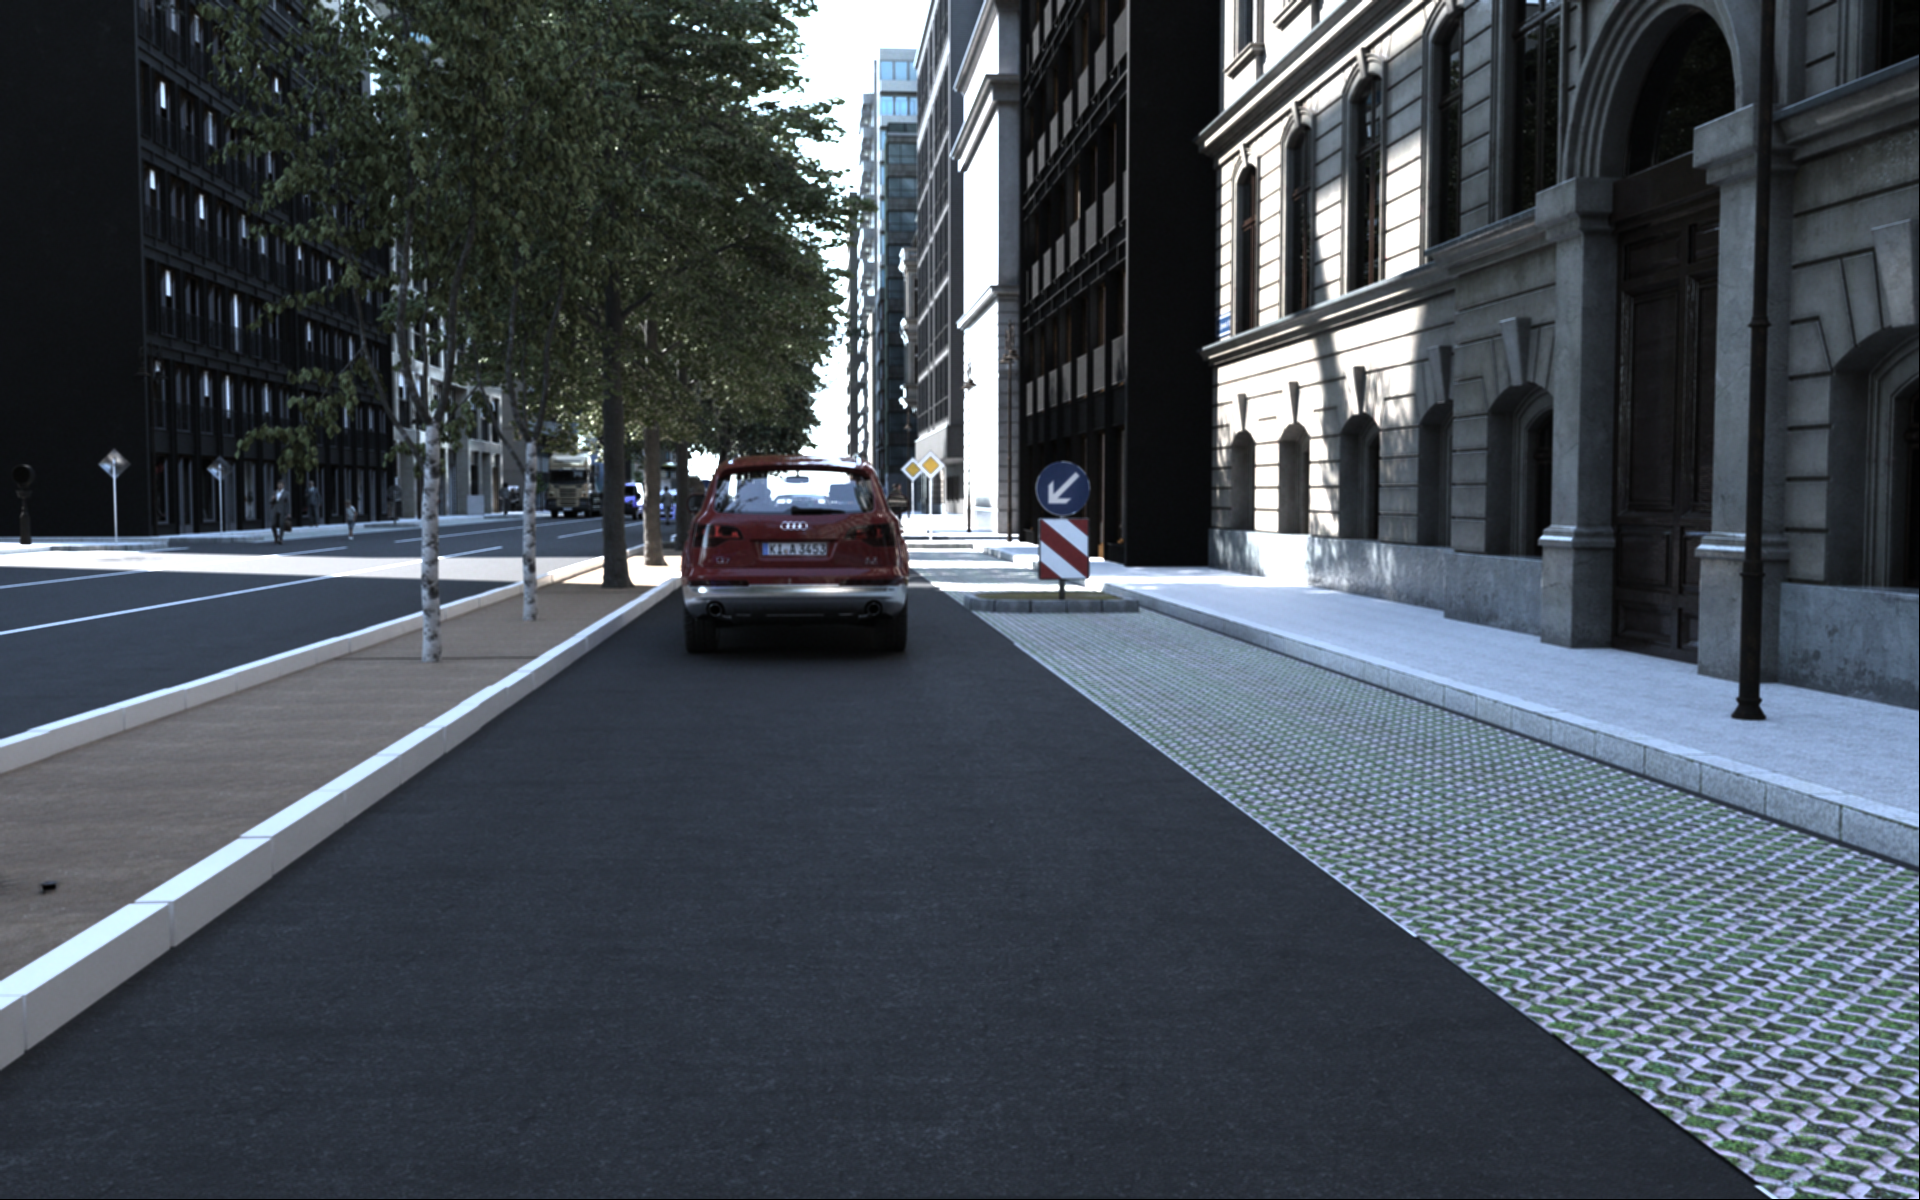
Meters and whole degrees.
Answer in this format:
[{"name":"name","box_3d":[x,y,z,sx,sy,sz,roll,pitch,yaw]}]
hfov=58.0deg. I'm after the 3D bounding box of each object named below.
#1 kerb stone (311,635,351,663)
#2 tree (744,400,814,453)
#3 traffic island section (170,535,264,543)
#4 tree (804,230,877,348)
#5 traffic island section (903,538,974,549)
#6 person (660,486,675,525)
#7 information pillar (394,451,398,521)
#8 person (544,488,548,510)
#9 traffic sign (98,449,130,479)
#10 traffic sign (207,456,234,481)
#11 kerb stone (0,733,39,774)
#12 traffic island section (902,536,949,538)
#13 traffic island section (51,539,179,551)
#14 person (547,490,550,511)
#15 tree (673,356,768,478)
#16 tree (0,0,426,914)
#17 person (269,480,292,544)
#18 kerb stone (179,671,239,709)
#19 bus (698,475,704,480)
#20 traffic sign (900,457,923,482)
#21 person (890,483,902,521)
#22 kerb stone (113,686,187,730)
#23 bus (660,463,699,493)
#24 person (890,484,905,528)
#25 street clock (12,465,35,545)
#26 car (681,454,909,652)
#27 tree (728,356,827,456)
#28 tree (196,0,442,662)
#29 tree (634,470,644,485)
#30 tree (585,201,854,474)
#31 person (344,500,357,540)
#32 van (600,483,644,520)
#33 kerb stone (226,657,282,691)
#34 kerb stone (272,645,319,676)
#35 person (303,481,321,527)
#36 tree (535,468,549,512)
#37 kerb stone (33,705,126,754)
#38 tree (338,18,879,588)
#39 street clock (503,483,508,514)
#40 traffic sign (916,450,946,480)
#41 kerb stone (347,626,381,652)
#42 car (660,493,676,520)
[{"name":"kerb stone","box_3d":[-5.491,0.440,15.005,0.120,0.150,1.000,0,4,-5]},{"name":"tree","box_3d":[-13.188,-11.174,110.907,9.928,11.665,9.643,0,3,0]},{"name":"traffic island section","box_3d":[-22.393,-1.845,52.440,2.009,0.180,2.903,0,4,-5]},{"name":"tree","box_3d":[-12.620,-16.156,122.497,12.611,20.169,13.585,0,3,0]},{"name":"traffic island section","box_3d":[-0.739,-1.469,46.293,2.009,0.180,2.903,0,4,-5]},{"name":"person","box_3d":[-13.601,-4.377,80.332,0.678,1.792,0.850,-2,4,-31]},{"name":"information pillar","box_3d":[-27.520,-5.672,84.098,0.504,3.616,0.183,2,4,26]},{"name":"person","box_3d":[-32.051,-7.871,135.264,0.750,1.759,0.617,-2,4,-24]},{"name":"traffic sign","box_3d":[-21.679,-2.583,44.419,0.795,2.593,0.064,0,4,-5]},{"name":"traffic sign","box_3d":[-22.370,-3.069,52.375,0.795,2.593,0.064,0,4,-5]},{"name":"kerb stone","box_3d":[-4.947,0.818,8.888,0.120,0.150,1.000,0,4,-5]},{"name":"traffic island section","box_3d":[-1.430,-1.955,54.248,2.009,0.180,2.903,0,4,-5]},{"name":"traffic island section","box_3d":[-21.702,-1.358,44.484,2.009,0.180,2.903,0,4,-5]},{"name":"person","box_3d":[-31.195,-7.654,131.971,0.721,1.735,1.217,0,4,-4]},{"name":"tree","box_3d":[-7.888,-6.281,55.507,4.360,8.622,3.978,0,3,0]},{"name":"tree","box_3d":[-3.860,-5.690,5.862,12.009,13.543,11.850,0,3,0]},{"name":"person","box_3d":[-19.472,-2.517,49.610,0.622,1.834,0.822,-1,4,-13]},{"name":"kerb stone","box_3d":[-5.220,0.632,11.946,0.120,0.150,1.000,0,4,-5]},{"name":"bus","box_3d":[-33.508,-13.811,217.354,2.896,3.916,12.252,0,4,-6]},{"name":"traffic sign","box_3d":[-1.453,-3.179,54.164,0.795,2.593,0.064,0,4,-5]},{"name":"person","box_3d":[-2.313,-3.385,63.751,0.656,1.842,0.836,0,4,6]},{"name":"kerb stone","box_3d":[-5.134,0.689,10.927,0.120,0.150,1.000,0,4,-5]},{"name":"bus","box_3d":[-22.816,-9.071,139.849,2.896,3.916,12.252,0,4,-4]},{"name":"person","box_3d":[-2.596,-3.935,72.637,0.655,1.846,0.447,-2,4,-34]},{"name":"street clock","box_3d":[-23.487,-2.380,43.484,0.471,2.002,0.358,0,4,2]},{"name":"car","box_3d":[-1.618,-0.526,17.273,2.281,1.827,5.304,0,4,-5]},{"name":"tree","box_3d":[-10.545,-9.016,84.287,8.767,10.594,7.601,0,4,-5]},{"name":"tree","box_3d":[-4.547,-3.784,14.692,4.737,8.622,4.395,0,3,0]},{"name":"tree","box_3d":[-38.844,-13.489,204.256,4.285,4.588,4.351,0,3,0]},{"name":"tree","box_3d":[-8.700,-8.805,63.420,9.611,12.733,9.660,0,3,0]},{"name":"person","box_3d":[-19.176,-2.528,54.519,0.352,1.250,0.332,-2,4,-29]},{"name":"van","box_3d":[-18.797,-5.646,96.691,2.240,2.365,5.245,0,4,-5]},{"name":"kerb stone","box_3d":[-5.309,0.565,12.964,0.120,0.150,1.000,0,4,-5]},{"name":"kerb stone","box_3d":[-5.401,0.502,13.986,0.120,0.150,1.000,0,4,-5]},{"name":"person","box_3d":[-25.505,-3.788,68.160,0.661,1.801,0.590,-1,4,-10]},{"name":"tree","box_3d":[-30.729,-8.053,126.269,1.663,3.219,1.824,0,3,0]},{"name":"kerb stone","box_3d":[-5.046,0.752,9.905,0.120,0.150,1.000,0,4,-5]},{"name":"tree","box_3d":[-5.097,-6.423,25.593,7.486,12.596,7.792,0,3,0]},{"name":"street clock","box_3d":[-28.878,-6.453,110.078,0.358,2.002,0.471,0,4,-4]},{"name":"traffic sign","box_3d":[-0.762,-2.692,46.208,0.795,2.593,0.064,0,4,-5]},{"name":"kerb stone","box_3d":[-5.569,0.381,16.024,0.120,0.150,1.000,0,4,-5]},{"name":"car","box_3d":[-14.463,-4.654,85.681,1.945,1.707,3.694,0,4,-6]}]
